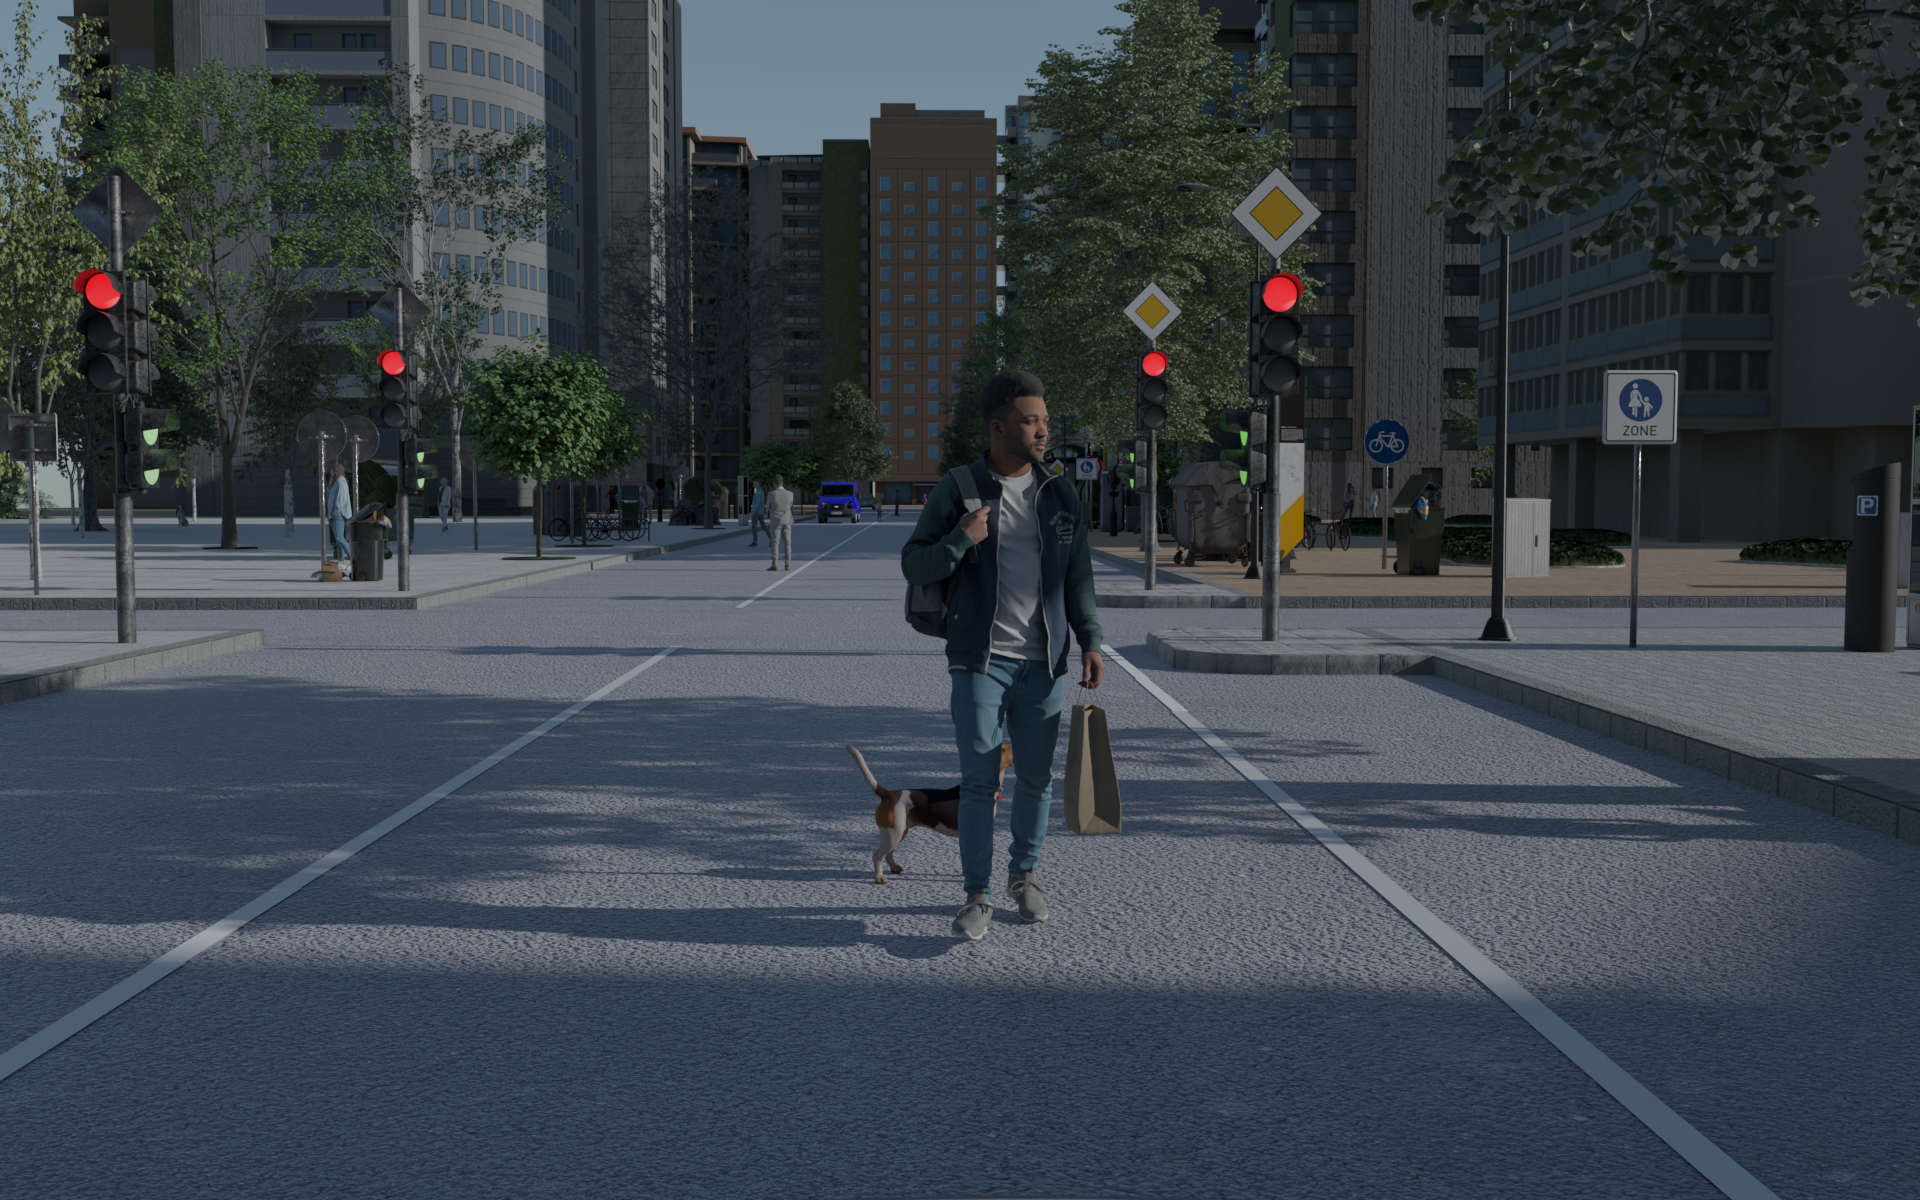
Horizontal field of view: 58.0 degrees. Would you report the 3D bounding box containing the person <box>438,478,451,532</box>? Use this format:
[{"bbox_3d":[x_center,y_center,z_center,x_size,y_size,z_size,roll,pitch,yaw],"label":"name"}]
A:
[{"bbox_3d":[-17.448,-3.228,58.693,0.514,1.842,0.818,0,4,4],"label":"person"}]

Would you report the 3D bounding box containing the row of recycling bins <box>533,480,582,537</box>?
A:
[{"bbox_3d":[-12.375,-2.839,53.527,1.069,1.692,3.534,-2,4,-27],"label":"row of recycling bins"}]

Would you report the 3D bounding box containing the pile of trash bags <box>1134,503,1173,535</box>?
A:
[{"bbox_3d":[7.204,-2.793,55.421,1.912,1.369,3.447,-3,5,-44],"label":"pile of trash bags"}]

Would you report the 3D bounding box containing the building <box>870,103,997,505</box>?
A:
[{"bbox_3d":[-3.108,-33.746,201.860,14.200,45.320,14.600,0,4,-1],"label":"building"}]

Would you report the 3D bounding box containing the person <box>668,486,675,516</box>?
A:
[{"bbox_3d":[-17.077,-5.866,102.674,0.721,1.735,1.217,-2,4,-24],"label":"person"}]

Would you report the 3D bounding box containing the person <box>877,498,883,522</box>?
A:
[{"bbox_3d":[-4.139,-4.675,89.623,0.332,1.250,0.352,-2,4,-24],"label":"person"}]

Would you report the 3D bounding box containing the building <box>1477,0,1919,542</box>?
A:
[{"bbox_3d":[30.104,-21.946,50.703,23.993,40.220,32.217,0,4,-1],"label":"building"}]

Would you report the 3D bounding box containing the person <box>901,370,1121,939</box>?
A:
[{"bbox_3d":[0.207,0.175,5.621,0.794,1.824,0.713,0,4,0],"label":"person"}]

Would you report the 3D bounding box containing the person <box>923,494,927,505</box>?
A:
[{"bbox_3d":[-2.682,-7.502,134.383,0.599,1.433,0.991,-1,4,-20],"label":"person"}]

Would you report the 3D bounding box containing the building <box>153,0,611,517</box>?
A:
[{"bbox_3d":[-35.690,-34.788,110.784,21.231,58.520,28.212,0,4,-1],"label":"building"}]

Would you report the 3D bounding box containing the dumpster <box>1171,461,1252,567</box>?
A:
[{"bbox_3d":[4.531,-1.550,31.093,1.264,1.857,1.865,0,4,-1],"label":"dumpster"}]

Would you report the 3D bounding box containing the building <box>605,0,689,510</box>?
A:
[{"bbox_3d":[-35.086,-43.377,147.461,20.611,71.187,20.563,0,4,-1],"label":"building"}]

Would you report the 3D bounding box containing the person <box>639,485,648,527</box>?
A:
[{"bbox_3d":[-12.322,-3.702,66.535,0.622,1.834,0.822,-1,4,-12],"label":"person"}]

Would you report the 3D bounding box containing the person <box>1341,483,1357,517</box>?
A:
[{"bbox_3d":[16.099,-3.995,71.958,0.593,1.750,0.643,-2,4,-33],"label":"person"}]

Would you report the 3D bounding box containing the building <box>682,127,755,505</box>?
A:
[{"bbox_3d":[-38.955,-33.702,205.649,28.867,44.769,22.147,0,4,-1],"label":"building"}]

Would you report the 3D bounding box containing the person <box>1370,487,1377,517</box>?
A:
[{"bbox_3d":[19.118,-4.420,80.127,0.330,1.601,0.589,0,4,6],"label":"person"}]

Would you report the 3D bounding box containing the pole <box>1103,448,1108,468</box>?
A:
[{"bbox_3d":[6.403,-5.047,76.369,0.158,3.312,0.155,0,3,0],"label":"pole"}]

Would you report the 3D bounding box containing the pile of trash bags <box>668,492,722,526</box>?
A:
[{"bbox_3d":[-10.735,-3.786,71.648,1.912,1.369,3.447,1,4,11],"label":"pile of trash bags"}]

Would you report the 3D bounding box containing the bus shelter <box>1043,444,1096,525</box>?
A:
[{"bbox_3d":[4.413,-4.799,72.392,2.014,3.302,5.546,0,4,-1],"label":"bus shelter"}]

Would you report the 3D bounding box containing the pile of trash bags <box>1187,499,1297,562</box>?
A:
[{"bbox_3d":[5.795,-1.502,34.307,1.912,1.369,3.447,2,4,27],"label":"pile of trash bags"}]

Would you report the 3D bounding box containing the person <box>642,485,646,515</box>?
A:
[{"bbox_3d":[-19.523,-6.164,106.769,0.705,1.831,1.348,-1,4,-18],"label":"person"}]

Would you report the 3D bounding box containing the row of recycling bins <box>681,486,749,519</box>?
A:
[{"bbox_3d":[-12.546,-4.986,88.635,3.534,1.692,1.069,0,4,1],"label":"row of recycling bins"}]

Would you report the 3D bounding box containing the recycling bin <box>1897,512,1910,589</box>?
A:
[{"bbox_3d":[12.760,-0.685,23.751,0.722,1.027,0.722,1,4,12],"label":"recycling bin"}]

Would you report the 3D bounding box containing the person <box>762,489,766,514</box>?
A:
[{"bbox_3d":[-12.823,-6.473,112.592,0.721,1.735,1.217,-1,4,-20],"label":"person"}]

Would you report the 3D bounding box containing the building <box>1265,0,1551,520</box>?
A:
[{"bbox_3d":[23.078,-19.559,91.498,14.160,30.474,14.107,0,4,-1],"label":"building"}]

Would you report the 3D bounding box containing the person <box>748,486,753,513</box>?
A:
[{"bbox_3d":[-14.469,-6.951,119.631,0.705,1.831,1.348,-1,4,-19],"label":"person"}]

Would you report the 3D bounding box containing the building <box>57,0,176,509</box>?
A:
[{"bbox_3d":[-67.389,-30.620,150.751,14.200,45.320,14.600,0,4,-1],"label":"building"}]

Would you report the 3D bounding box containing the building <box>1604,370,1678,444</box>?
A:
[{"bbox_3d":[63.989,-43.538,150.094,20.611,71.187,20.563,0,4,-1],"label":"building"}]

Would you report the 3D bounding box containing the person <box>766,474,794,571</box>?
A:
[{"bbox_3d":[-3.390,-1.455,32.466,0.511,1.800,0.466,-2,4,-33],"label":"person"}]

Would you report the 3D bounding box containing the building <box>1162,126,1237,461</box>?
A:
[{"bbox_3d":[23.048,-22.475,139.173,14.160,30.474,14.107,0,4,-1],"label":"building"}]

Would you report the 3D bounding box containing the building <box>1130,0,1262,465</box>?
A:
[{"bbox_3d":[22.878,-30.770,153.194,14.600,45.320,14.200,0,4,-1],"label":"building"}]

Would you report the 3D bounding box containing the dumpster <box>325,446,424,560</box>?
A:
[{"bbox_3d":[-11.719,-1.961,34.561,1.502,2.255,1.985,0,4,-1],"label":"dumpster"}]

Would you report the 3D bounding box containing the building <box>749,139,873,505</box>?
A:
[{"bbox_3d":[-17.266,-31.737,202.501,14.086,41.232,14.154,0,4,-1],"label":"building"}]

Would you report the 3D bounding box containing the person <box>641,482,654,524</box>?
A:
[{"bbox_3d":[-13.270,-4.102,73.307,0.583,1.804,0.606,2,4,26],"label":"person"}]

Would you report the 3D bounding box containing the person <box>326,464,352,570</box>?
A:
[{"bbox_3d":[-10.501,-1.412,29.396,0.793,1.790,0.793,2,4,30],"label":"person"}]

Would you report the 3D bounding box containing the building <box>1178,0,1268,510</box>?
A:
[{"bbox_3d":[28.054,-49.009,113.961,22.319,86.520,31.000,0,4,-1],"label":"building"}]

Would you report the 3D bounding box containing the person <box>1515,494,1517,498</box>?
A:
[{"bbox_3d":[23.684,-3.902,74.081,0.306,1.304,0.590,3,4,39],"label":"person"}]

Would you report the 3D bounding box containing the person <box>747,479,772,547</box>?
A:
[{"bbox_3d":[-5.411,-2.359,46.929,0.748,1.841,0.638,1,4,18],"label":"person"}]

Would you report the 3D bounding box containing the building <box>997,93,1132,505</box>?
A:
[{"bbox_3d":[19.095,-35.963,207.608,30.456,49.044,23.786,0,4,-1],"label":"building"}]

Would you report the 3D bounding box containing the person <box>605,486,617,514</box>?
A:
[{"bbox_3d":[-22.303,-6.425,111.061,0.705,1.831,1.348,3,4,36],"label":"person"}]

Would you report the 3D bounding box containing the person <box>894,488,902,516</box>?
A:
[{"bbox_3d":[-4.123,-6.461,114.226,0.705,1.814,1.350,1,4,17],"label":"person"}]
